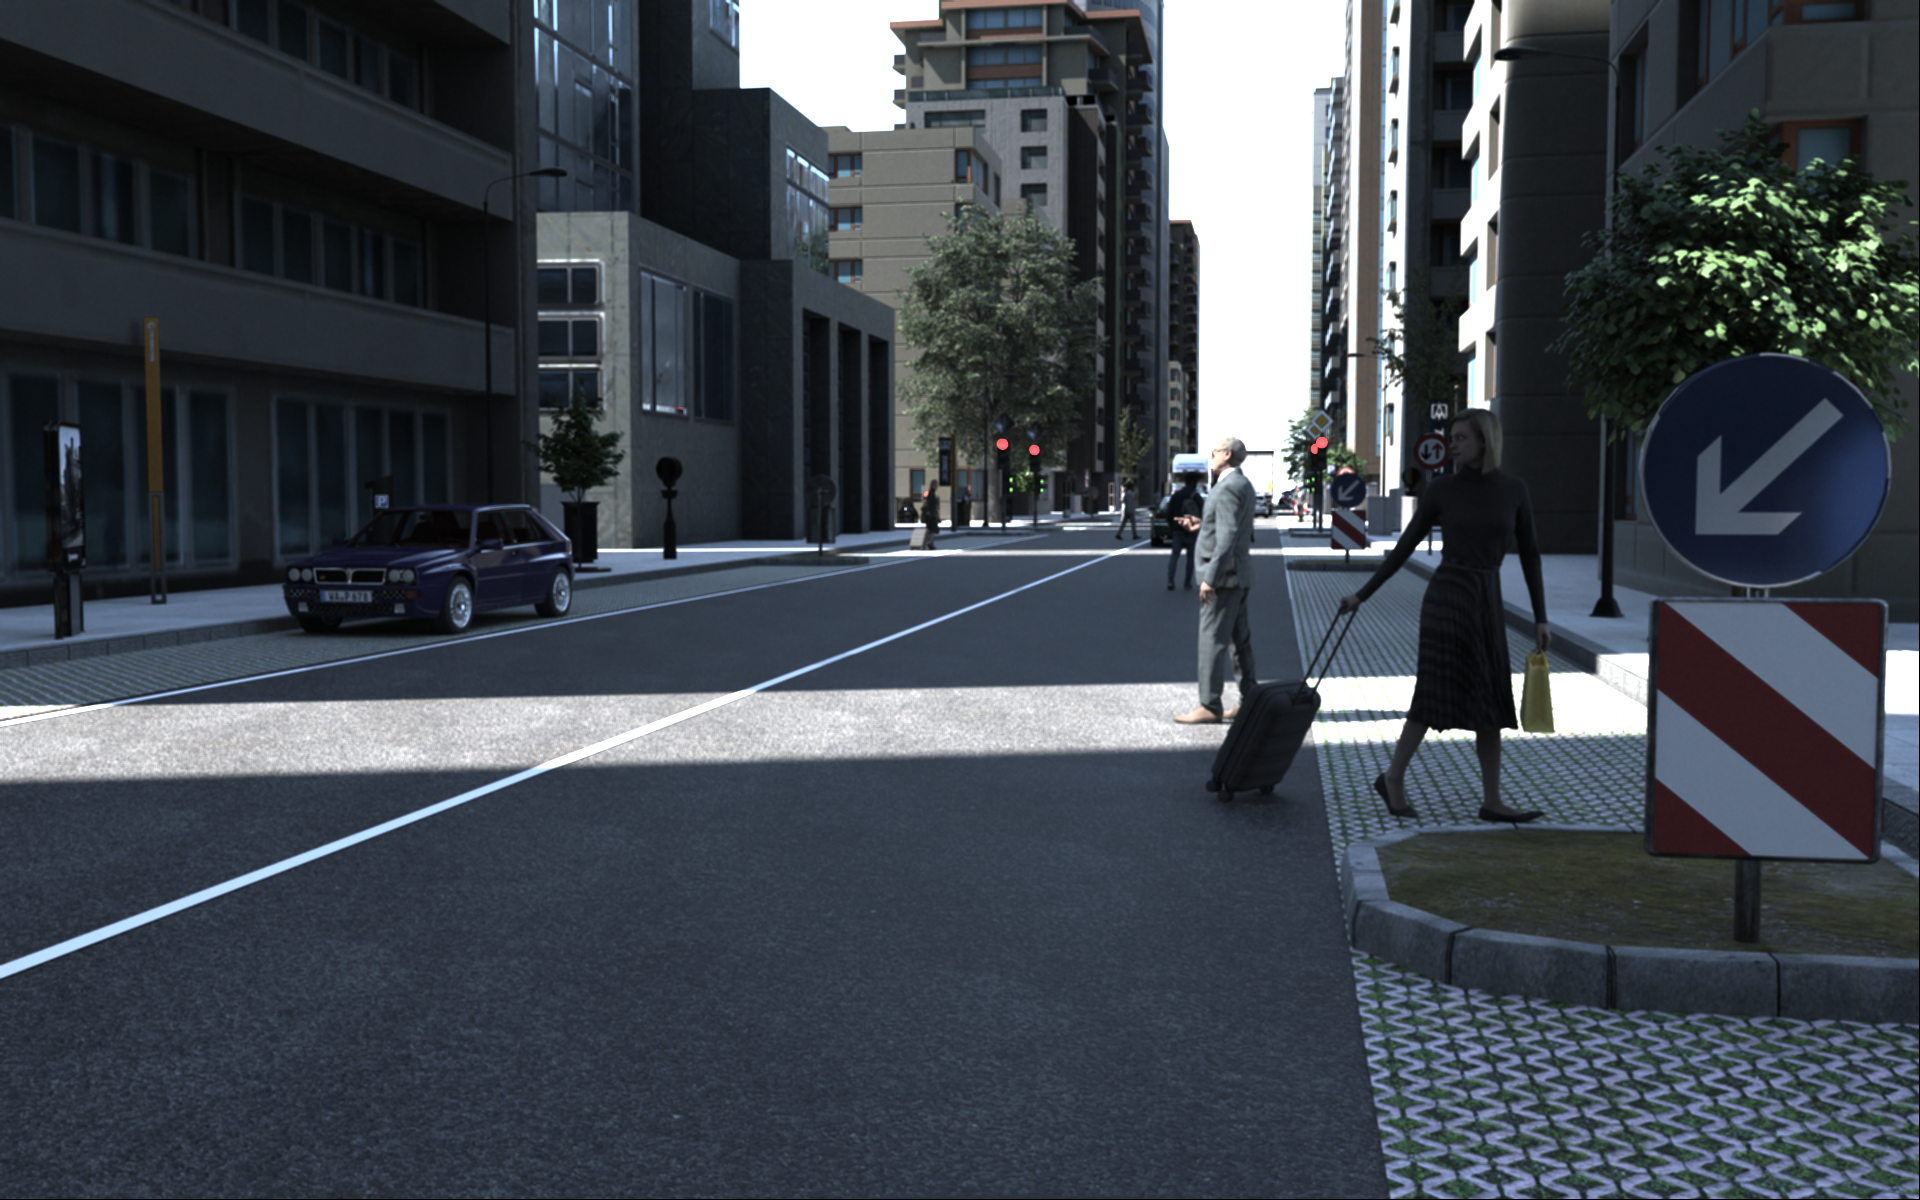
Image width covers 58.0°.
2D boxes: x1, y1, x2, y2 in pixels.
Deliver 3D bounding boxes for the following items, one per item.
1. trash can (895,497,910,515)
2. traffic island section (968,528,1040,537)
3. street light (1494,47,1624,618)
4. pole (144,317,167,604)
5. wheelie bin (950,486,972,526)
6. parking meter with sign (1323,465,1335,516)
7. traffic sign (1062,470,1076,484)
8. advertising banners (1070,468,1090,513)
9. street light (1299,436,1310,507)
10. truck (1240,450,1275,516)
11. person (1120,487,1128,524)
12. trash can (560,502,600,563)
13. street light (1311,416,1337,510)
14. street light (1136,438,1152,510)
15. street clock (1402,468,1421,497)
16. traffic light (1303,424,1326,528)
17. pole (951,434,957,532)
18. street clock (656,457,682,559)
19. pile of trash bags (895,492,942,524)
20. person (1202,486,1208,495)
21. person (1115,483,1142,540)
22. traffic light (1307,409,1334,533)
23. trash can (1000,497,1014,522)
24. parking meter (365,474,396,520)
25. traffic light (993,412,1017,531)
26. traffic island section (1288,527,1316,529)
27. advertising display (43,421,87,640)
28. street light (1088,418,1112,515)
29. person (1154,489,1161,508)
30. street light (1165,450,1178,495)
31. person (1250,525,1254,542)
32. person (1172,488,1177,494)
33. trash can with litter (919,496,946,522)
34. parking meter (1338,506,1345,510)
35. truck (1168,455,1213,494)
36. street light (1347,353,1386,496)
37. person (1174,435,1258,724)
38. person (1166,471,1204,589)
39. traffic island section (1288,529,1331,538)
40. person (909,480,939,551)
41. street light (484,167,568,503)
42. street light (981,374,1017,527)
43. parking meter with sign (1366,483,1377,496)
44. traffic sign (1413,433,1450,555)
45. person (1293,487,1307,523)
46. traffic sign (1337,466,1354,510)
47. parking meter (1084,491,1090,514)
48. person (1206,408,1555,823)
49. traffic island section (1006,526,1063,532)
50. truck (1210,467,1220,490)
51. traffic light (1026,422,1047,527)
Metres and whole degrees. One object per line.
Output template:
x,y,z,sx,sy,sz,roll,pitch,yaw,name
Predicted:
-2.608,-4.101,78.706,0.748,1.137,0.748,0,3,0,trash can
1.484,-2.275,59.481,2.009,0.180,2.903,1,4,10,traffic island section
6.248,-2.785,18.080,1.470,5.913,1.316,1,4,10,street light
-9.349,-1.607,20.118,0.158,3.312,0.155,0,3,0,pole
0.049,-3.738,69.020,0.980,1.594,0.693,3,4,38,wheelie bin
22.153,-6.601,104.194,0.543,3.016,1.738,0,4,3,parking meter with sign
5.802,-5.665,92.733,0.768,2.556,0.104,1,4,20,traffic sign
8.094,-7.389,116.991,0.090,3.025,2.074,3,5,44,advertising banners
28.175,-10.183,139.028,1.470,5.913,1.316,1,4,10,street light
19.590,-7.751,115.642,2.839,4.237,11.283,1,4,9,truck
7.900,-4.566,83.706,0.362,1.759,0.519,-1,4,-22,person
-7.077,-1.264,32.319,0.748,1.137,0.748,0,3,0,trash can
21.327,-7.843,100.777,1.470,5.913,1.316,1,4,10,street light
15.308,-10.464,143.633,1.470,5.913,1.316,1,4,10,street light
12.404,-2.634,47.639,0.471,2.002,0.358,0,4,-5,street clock
13.389,-4.673,65.330,0.839,4.253,0.868,1,4,10,traffic light
-0.208,-3.974,58.813,0.158,3.312,0.155,0,3,0,pole
-5.717,-1.805,34.086,0.471,2.002,0.358,2,4,26,street clock
-1.664,-4.031,75.658,1.912,1.369,3.447,1,4,11,pile of trash bags
12.411,-4.823,87.314,0.822,1.834,0.622,1,4,9,person
5.287,-2.788,54.351,0.850,1.792,0.678,-1,4,-18,person
11.967,-4.193,57.472,0.839,4.253,0.868,1,4,10,traffic light
2.085,-4.116,78.947,0.748,1.137,0.748,0,3,0,trash can
-7.376,-0.835,22.066,0.372,1.533,0.369,0,3,0,parking meter
1.522,-4.307,59.339,0.839,4.253,0.868,1,4,10,traffic light
13.426,-2.640,65.437,2.009,0.180,2.903,1,4,10,traffic island section
-8.074,-0.638,15.650,0.123,1.923,0.974,-1,4,-15,advertising display
8.573,-8.164,106.020,1.470,5.913,1.316,1,4,10,street light
14.187,-7.087,124.559,0.511,1.800,0.466,1,4,20,person
22.170,-12.804,181.882,1.470,5.913,1.316,1,4,10,street light
8.498,-2.641,51.649,0.622,1.834,0.822,0,4,0,person
11.964,-5.369,96.764,0.782,1.767,0.515,1,4,11,person
-1.463,-4.293,81.255,1.678,1.210,2.233,3,4,37,trash can with litter
22.586,-5.929,102.643,0.399,1.863,0.255,3,5,45,parking meter
16.682,-8.184,123.563,2.967,4.110,18.799,1,4,9,truck
13.459,-5.177,57.191,1.470,5.913,1.316,1,4,10,street light
1.606,-0.138,10.934,0.590,1.801,0.661,1,4,20,person
3.398,-1.051,26.034,0.623,1.781,0.721,1,4,14,person
12.004,-2.159,57.579,2.009,0.180,2.903,1,4,10,traffic island section
-0.872,-2.152,43.896,0.699,1.804,1.509,2,4,29,person
-6.266,-3.201,24.873,1.470,5.913,1.316,1,4,10,street light
1.530,-5.798,67.342,1.470,5.913,1.316,1,4,10,street light
27.553,-7.316,115.880,1.738,3.016,0.543,0,4,0,parking meter with sign
9.881,-2.216,36.337,0.768,2.556,0.104,1,4,12,traffic sign
16.777,-4.693,85.415,0.473,1.802,0.592,-3,5,-40,person
17.610,-4.831,79.092,0.768,2.556,0.104,1,4,12,traffic sign
8.270,-6.397,113.002,0.372,1.533,0.369,0,3,0,parking meter
1.927,0.057,7.784,1.509,1.804,0.699,3,5,44,person
2.906,-2.756,67.339,2.009,0.180,2.903,1,4,10,traffic island section
27.914,-11.954,184.356,2.839,4.237,11.283,1,4,10,truck
2.944,-4.788,67.197,0.839,4.253,0.868,1,4,10,traffic light
